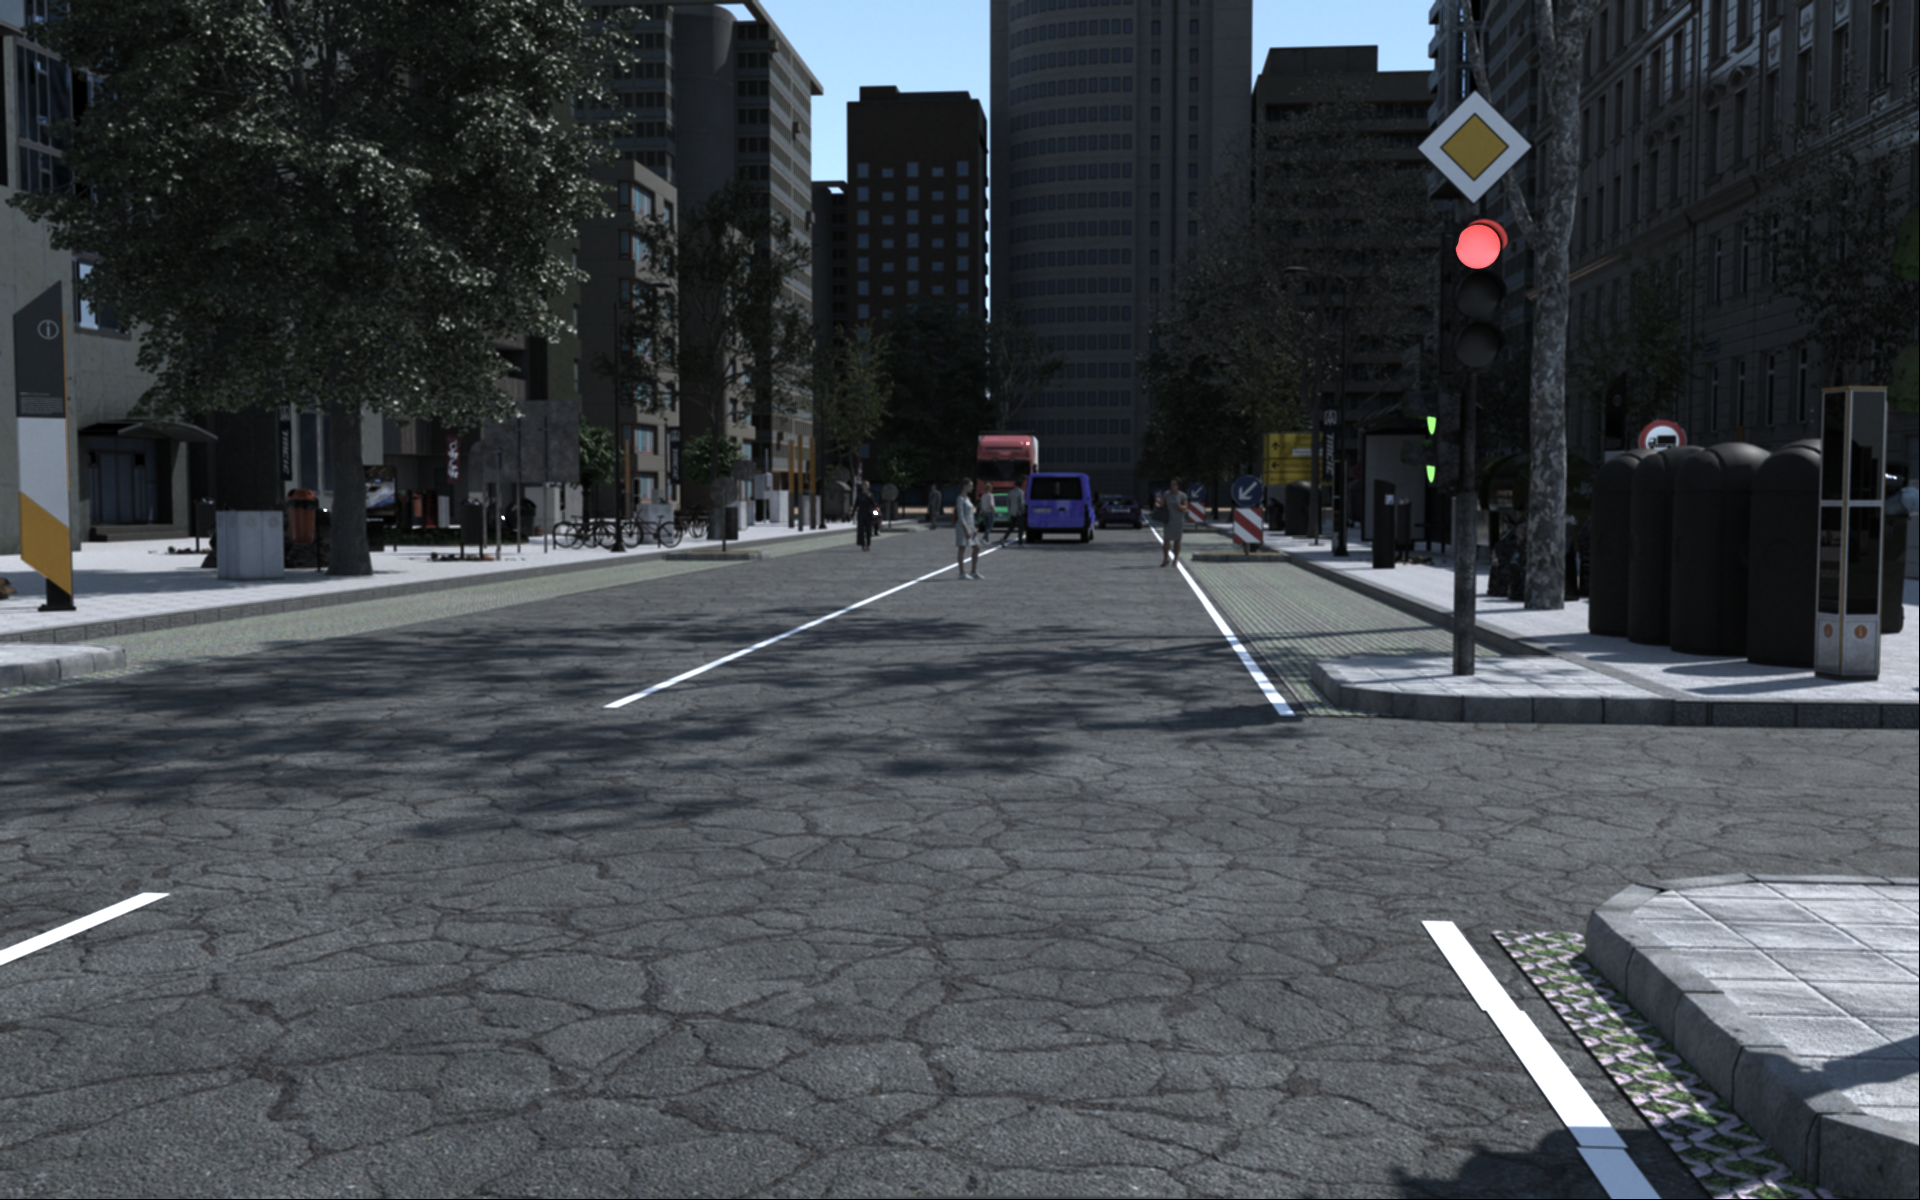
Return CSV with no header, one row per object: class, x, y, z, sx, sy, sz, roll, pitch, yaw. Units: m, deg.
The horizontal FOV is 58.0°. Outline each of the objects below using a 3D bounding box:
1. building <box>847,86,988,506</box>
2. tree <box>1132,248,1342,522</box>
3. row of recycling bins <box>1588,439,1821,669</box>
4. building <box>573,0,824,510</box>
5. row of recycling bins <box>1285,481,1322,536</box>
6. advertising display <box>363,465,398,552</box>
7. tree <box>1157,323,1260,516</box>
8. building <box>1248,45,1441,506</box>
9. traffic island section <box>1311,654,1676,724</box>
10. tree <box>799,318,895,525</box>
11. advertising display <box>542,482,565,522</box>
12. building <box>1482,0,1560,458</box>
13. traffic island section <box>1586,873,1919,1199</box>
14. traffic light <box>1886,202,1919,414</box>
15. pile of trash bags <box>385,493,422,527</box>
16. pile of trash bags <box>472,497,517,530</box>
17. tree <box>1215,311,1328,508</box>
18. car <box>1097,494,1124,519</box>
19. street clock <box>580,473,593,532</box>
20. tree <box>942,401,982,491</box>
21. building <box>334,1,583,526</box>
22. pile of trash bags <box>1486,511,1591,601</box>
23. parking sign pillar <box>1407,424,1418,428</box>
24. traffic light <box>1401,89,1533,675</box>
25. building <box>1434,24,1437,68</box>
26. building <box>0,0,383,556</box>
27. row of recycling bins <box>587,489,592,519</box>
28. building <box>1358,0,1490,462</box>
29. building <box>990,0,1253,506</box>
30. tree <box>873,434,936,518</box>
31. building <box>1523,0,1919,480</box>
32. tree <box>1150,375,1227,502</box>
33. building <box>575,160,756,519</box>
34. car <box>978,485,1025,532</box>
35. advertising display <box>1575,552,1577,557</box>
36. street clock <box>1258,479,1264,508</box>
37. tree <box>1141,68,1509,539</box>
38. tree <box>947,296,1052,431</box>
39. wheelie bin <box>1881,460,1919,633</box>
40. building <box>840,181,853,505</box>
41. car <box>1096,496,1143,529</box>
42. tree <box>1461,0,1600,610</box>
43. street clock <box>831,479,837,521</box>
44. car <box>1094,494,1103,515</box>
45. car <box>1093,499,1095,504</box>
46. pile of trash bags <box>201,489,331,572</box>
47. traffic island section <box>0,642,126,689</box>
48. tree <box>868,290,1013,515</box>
building,-4.410,-33.217,193.211,14.200,45.320,14.600,0,4,5
tree,12.659,-9.918,79.163,9.611,12.733,9.660,0,3,0
row of recycling bins,6.267,-0.445,14.397,1.069,1.692,3.534,0,4,-4
building,-24.237,-27.191,136.454,23.993,40.220,32.217,0,4,5
row of recycling bins,10.745,-2.886,54.300,1.069,1.692,3.534,1,4,17
advertising display,-13.039,-2.041,38.590,0.974,1.923,0.123,0,4,-7
tree,15.459,-11.293,102.774,7.486,12.596,7.792,0,3,0
building,42.580,-34.731,191.551,21.600,48.544,21.300,0,4,5
traffic island section,3.602,0.610,12.313,2.009,0.180,2.903,0,4,5
tree,-4.507,-7.470,72.496,4.737,8.622,4.395,0,3,0
advertising display,-17.330,-4.198,73.850,0.974,1.923,0.123,0,4,7
building,44.536,-25.037,101.239,32.217,40.220,23.993,0,4,5
traffic island section,2.834,1.096,4.365,2.009,0.180,2.903,0,4,5
traffic light,2.795,-0.938,4.255,0.839,4.253,0.868,0,4,5
pile of trash bags,-21.151,-3.268,63.183,3.447,1.369,1.912,-1,4,-17
pile of trash bags,-16.112,-3.179,61.724,3.447,1.369,1.912,3,4,37
tree,12.167,-7.215,68.328,4.737,8.622,4.395,0,3,0
car,8.893,-5.459,101.047,2.131,1.459,4.920,0,4,5
street clock,-12.567,-3.284,58.271,0.471,2.002,0.358,-1,4,-12
tree,0.150,-10.564,123.090,4.737,8.622,4.395,0,3,0
building,-25.304,-18.497,74.125,14.160,30.474,14.107,0,4,5
pile of trash bags,8.255,-0.698,21.159,3.447,1.369,1.912,1,4,15
parking sign pillar,16.928,-4.577,63.303,1.447,3.967,1.447,2,4,31
traffic light,3.563,-1.424,12.203,0.839,4.253,0.868,0,4,5
building,67.415,-39.591,189.309,28.212,58.520,21.231,0,4,5
building,-30.350,-44.623,42.262,22.319,86.520,31.000,0,4,5
row of recycling bins,-20.668,-4.995,88.786,3.534,1.692,1.069,0,4,-3
building,43.320,-49.855,127.804,22.319,86.520,31.000,0,4,5
building,17.663,-39.894,194.268,28.212,58.520,21.231,0,4,5
tree,-2.972,-6.735,93.825,4.285,4.588,4.351,0,3,0
building,32.451,-16.806,72.037,12.463,27.353,25.104,0,4,5
tree,18.350,-12.776,134.649,9.928,11.665,9.643,0,3,0
building,-29.190,-15.931,105.511,27.650,21.520,28.899,0,4,5
car,1.722,-3.531,66.530,1.959,1.807,4.718,0,4,6
advertising display,12.408,-1.836,35.226,0.974,1.923,0.123,-2,4,-35
street clock,14.869,-4.974,85.891,0.471,2.002,0.358,0,4,-6
tree,10.285,-8.503,49.401,12.009,13.543,11.850,0,3,0
tree,4.780,-18.823,163.651,12.611,20.169,13.585,0,3,0
wheelie bin,8.528,-0.507,16.202,0.980,1.594,0.693,2,4,25
building,-23.032,-31.341,204.308,23.993,40.220,32.217,0,4,5
car,6.614,-3.616,71.696,1.945,1.354,3.894,0,4,4
tree,7.449,-10.033,19.925,12.611,20.169,13.585,0,3,0
street clock,-6.058,-4.798,83.022,0.358,2.002,0.471,-2,4,-28
car,10.253,-6.595,119.633,2.131,1.459,4.920,0,4,7
car,13.128,-9.057,158.301,2.015,1.641,3.980,0,4,5
pile of trash bags,-11.647,-1.214,29.602,1.912,1.369,3.447,-3,4,-37
traffic island section,-7.936,0.541,13.428,2.009,0.180,2.903,0,4,5
tree,-1.395,-12.258,107.071,9.857,13.997,8.962,0,3,0
